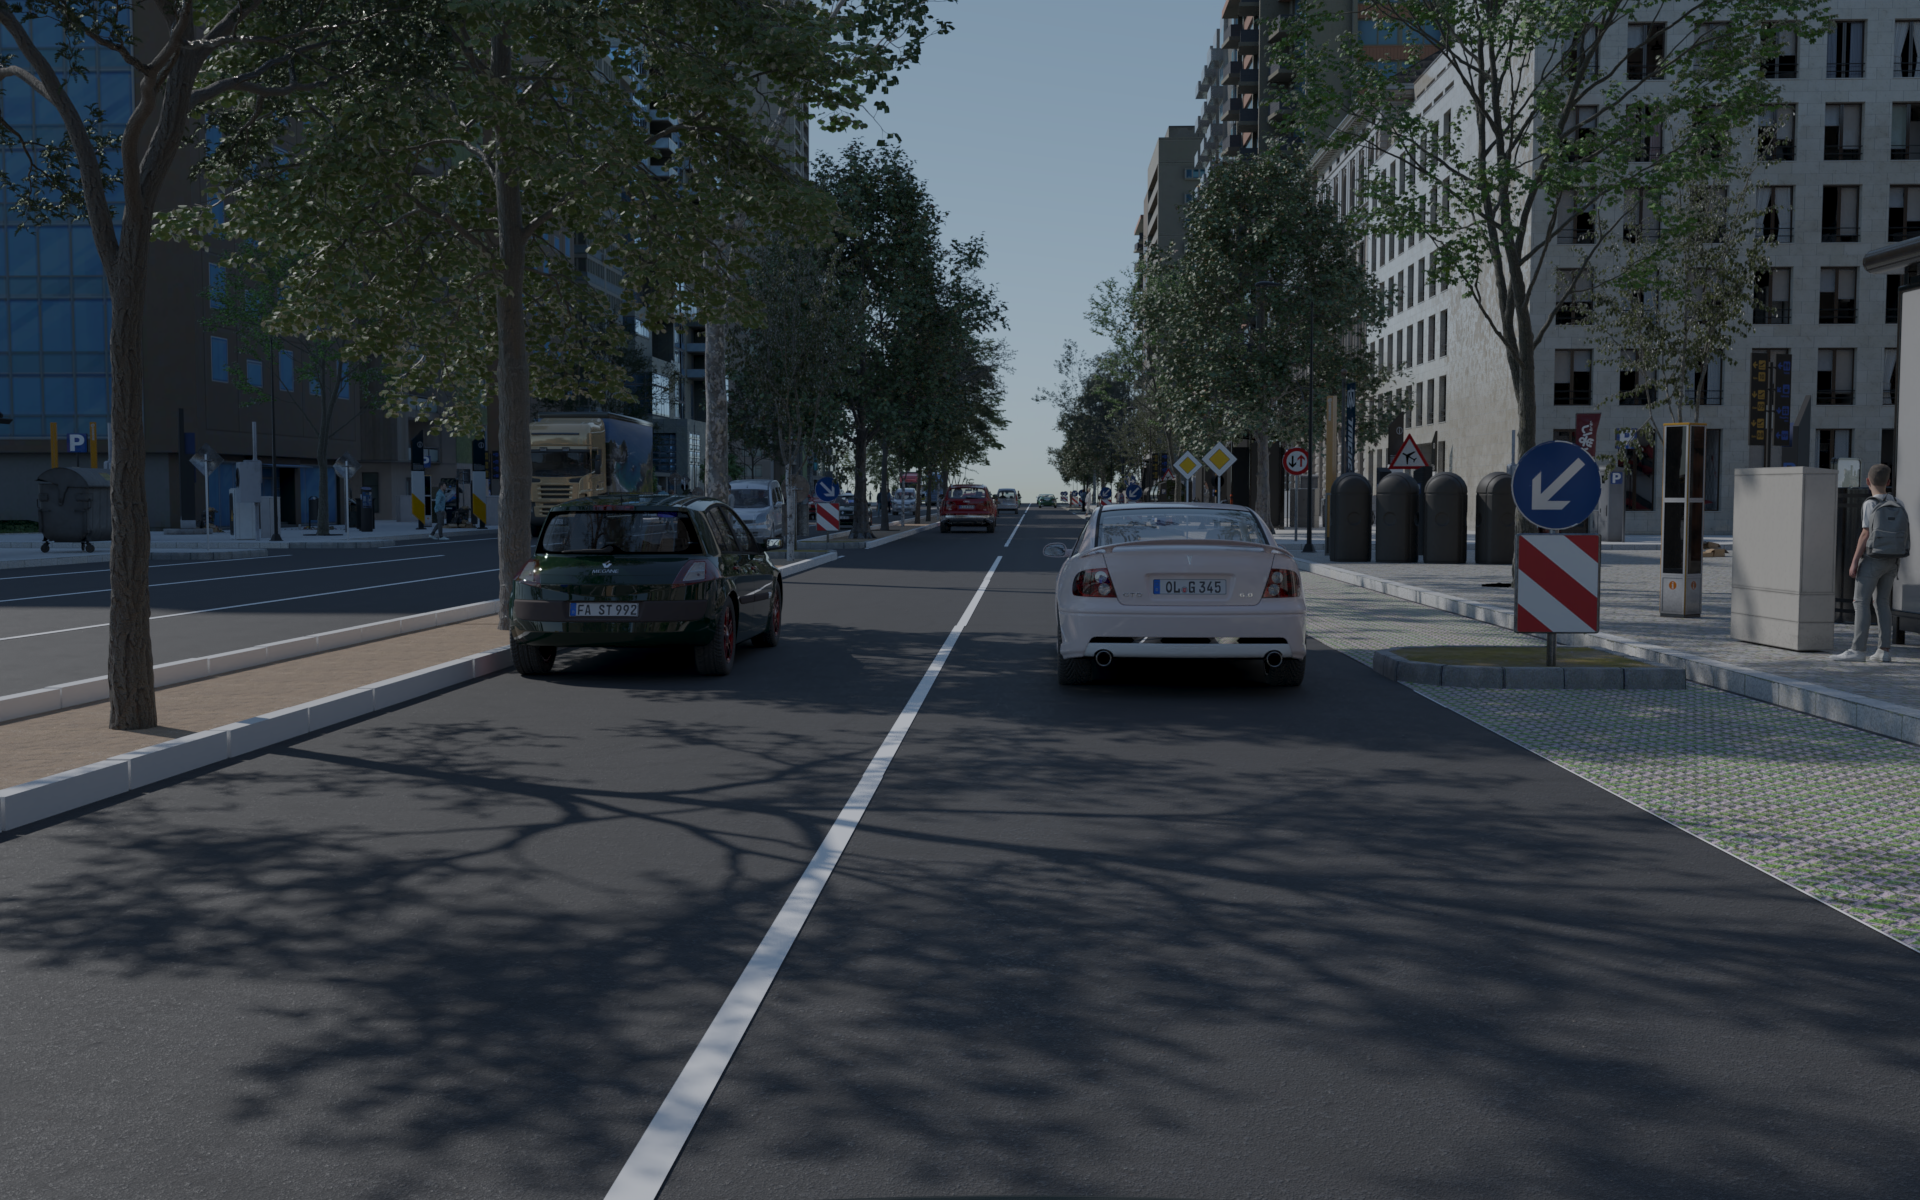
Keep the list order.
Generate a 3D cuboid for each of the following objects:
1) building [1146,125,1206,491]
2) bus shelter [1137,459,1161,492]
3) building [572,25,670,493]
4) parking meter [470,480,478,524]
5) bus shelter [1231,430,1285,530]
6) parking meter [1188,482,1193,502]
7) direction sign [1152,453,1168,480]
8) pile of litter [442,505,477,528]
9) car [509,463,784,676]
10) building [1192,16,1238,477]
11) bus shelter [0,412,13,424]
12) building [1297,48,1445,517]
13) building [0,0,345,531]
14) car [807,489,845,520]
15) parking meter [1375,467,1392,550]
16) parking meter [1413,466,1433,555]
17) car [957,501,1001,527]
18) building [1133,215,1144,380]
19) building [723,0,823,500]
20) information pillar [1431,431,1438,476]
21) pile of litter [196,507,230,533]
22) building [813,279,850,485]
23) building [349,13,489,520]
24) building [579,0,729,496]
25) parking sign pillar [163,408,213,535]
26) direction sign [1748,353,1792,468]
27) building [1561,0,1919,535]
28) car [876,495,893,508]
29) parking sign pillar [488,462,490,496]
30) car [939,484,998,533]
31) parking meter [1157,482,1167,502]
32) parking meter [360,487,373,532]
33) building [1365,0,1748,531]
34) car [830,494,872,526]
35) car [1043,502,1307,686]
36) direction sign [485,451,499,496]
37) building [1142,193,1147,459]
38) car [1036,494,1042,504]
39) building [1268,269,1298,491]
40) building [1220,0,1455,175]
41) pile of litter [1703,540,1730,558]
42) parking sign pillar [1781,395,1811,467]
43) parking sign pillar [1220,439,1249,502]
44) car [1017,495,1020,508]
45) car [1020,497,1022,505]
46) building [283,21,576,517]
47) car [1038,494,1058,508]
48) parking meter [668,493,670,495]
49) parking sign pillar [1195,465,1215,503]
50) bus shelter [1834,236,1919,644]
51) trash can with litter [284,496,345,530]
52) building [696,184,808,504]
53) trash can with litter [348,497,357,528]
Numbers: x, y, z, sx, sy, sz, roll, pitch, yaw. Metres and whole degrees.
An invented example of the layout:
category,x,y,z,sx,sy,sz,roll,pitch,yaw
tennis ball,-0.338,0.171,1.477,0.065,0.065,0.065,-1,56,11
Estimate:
category,x,y,z,sx,sy,sz,roll,pitch,yaw
building,35.477,-36.706,223.842,21.300,48.544,21.600,0,4,3
bus shelter,13.025,-7.770,118.315,1.731,3.624,6.357,0,4,3
building,-40.009,-27.145,135.700,32.217,40.220,23.993,0,4,3
parking meter,-20.640,-4.150,73.564,0.255,1.863,0.399,-1,4,-11
bus shelter,11.101,-4.543,65.564,1.731,3.624,6.357,0,4,3
parking meter,10.950,-4.703,82.604,0.255,1.863,0.399,1,4,12
direction sign,11.017,-6.337,95.599,0.876,3.537,0.379,2,4,24
pile of litter,-18.741,-3.123,65.020,1.719,0.858,1.176,2,4,32
car,-2.610,-0.324,15.085,2.009,1.686,4.222,0,4,2
building,34.933,-33.711,170.790,23.786,49.044,30.456,0,4,3
bus shelter,-21.167,-2.451,33.993,2.014,3.302,5.546,0,4,3
building,24.962,-16.015,90.730,11.050,23.489,19.941,0,4,3
building,-32.431,-25.371,64.932,14.600,45.320,14.200,0,4,3
car,-7.510,-5.497,98.543,2.281,1.827,5.304,0,4,2
parking meter,9.232,-1.960,37.753,0.255,1.863,0.399,0,4,-1
parking meter,9.703,-1.874,36.358,0.255,1.863,0.399,-1,4,-19
car,0.747,-4.210,77.881,2.155,1.783,4.494,0,4,1
building,37.796,-37.299,264.465,22.147,44.769,28.867,0,4,3
building,-29.268,-48.960,238.746,20.563,71.187,20.611,0,4,3
information pillar,17.577,-4.456,64.213,0.183,3.616,0.504,0,4,0
pile of litter,-25.181,-2.676,57.720,1.719,0.858,1.176,2,4,29
building,-29.636,-39.470,264.948,23.786,49.044,30.456,0,4,3
building,-33.145,-24.686,87.211,14.154,41.232,14.086,0,4,3
building,-33.725,-51.915,161.483,22.319,86.520,31.000,0,4,3
parking sign pillar,-24.602,-4.075,55.099,1.447,3.967,1.447,-2,4,-26
direction sign,13.052,-2.200,27.968,0.876,3.537,0.379,-1,4,-23
building,26.291,-12.451,58.322,16.860,20.320,10.420,0,4,3
car,-7.724,-10.280,180.654,1.945,1.354,3.894,0,4,2
parking sign pillar,-27.275,-6.716,98.273,1.447,3.967,1.447,1,4,15
car,0.310,-3.477,65.528,2.281,1.827,5.304,0,4,1
parking meter,9.541,-4.653,81.782,0.399,1.863,0.255,-1,4,-23
parking meter,-20.147,-3.082,58.807,0.372,1.533,0.369,0,3,0
building,23.896,-13.317,72.489,10.420,20.320,16.860,0,4,3
car,-4.643,-3.801,71.925,2.009,1.686,4.222,0,4,3
car,1.725,-0.122,14.356,2.083,1.381,4.827,0,4,3
direction sign,-24.444,-6.009,90.250,0.876,3.537,0.379,-2,4,-34
building,32.947,-36.230,242.464,14.600,45.320,14.200,0,4,3
car,11.861,-14.364,246.642,2.131,1.459,4.920,0,4,4
building,25.760,-17.232,110.618,11.050,23.489,19.941,0,4,3
building,32.831,-29.736,140.809,22.147,44.769,28.867,0,4,3
pile of litter,15.296,-1.330,35.706,1.719,0.858,1.176,-3,4,-39
parking sign pillar,22.560,-3.566,46.780,1.447,3.967,1.447,3,4,38
parking sign pillar,13.203,-5.704,81.727,1.447,3.967,1.447,-3,4,-36
car,5.375,-10.579,181.758,1.959,1.807,4.718,0,4,3
car,7.258,-13.514,232.752,2.131,1.459,4.920,0,4,4
building,-34.279,-28.402,114.485,14.600,45.320,14.200,0,4,3
car,8.991,-10.125,177.348,2.131,1.459,4.920,0,4,4
parking meter,-19.181,-6.521,115.034,0.372,1.533,0.369,0,3,0
parking sign pillar,12.004,-5.913,85.153,1.447,3.967,1.447,-1,4,-13
bus shelter,8.711,-2.175,13.195,2.179,5.291,8.768,0,4,3
trash can with litter,-23.073,-3.132,62.266,2.233,1.210,1.678,2,4,33
building,-27.464,-32.931,222.021,14.154,41.232,14.086,0,4,3
trash can with litter,-22.826,-3.332,65.866,1.055,1.170,0.624,0,4,-3
